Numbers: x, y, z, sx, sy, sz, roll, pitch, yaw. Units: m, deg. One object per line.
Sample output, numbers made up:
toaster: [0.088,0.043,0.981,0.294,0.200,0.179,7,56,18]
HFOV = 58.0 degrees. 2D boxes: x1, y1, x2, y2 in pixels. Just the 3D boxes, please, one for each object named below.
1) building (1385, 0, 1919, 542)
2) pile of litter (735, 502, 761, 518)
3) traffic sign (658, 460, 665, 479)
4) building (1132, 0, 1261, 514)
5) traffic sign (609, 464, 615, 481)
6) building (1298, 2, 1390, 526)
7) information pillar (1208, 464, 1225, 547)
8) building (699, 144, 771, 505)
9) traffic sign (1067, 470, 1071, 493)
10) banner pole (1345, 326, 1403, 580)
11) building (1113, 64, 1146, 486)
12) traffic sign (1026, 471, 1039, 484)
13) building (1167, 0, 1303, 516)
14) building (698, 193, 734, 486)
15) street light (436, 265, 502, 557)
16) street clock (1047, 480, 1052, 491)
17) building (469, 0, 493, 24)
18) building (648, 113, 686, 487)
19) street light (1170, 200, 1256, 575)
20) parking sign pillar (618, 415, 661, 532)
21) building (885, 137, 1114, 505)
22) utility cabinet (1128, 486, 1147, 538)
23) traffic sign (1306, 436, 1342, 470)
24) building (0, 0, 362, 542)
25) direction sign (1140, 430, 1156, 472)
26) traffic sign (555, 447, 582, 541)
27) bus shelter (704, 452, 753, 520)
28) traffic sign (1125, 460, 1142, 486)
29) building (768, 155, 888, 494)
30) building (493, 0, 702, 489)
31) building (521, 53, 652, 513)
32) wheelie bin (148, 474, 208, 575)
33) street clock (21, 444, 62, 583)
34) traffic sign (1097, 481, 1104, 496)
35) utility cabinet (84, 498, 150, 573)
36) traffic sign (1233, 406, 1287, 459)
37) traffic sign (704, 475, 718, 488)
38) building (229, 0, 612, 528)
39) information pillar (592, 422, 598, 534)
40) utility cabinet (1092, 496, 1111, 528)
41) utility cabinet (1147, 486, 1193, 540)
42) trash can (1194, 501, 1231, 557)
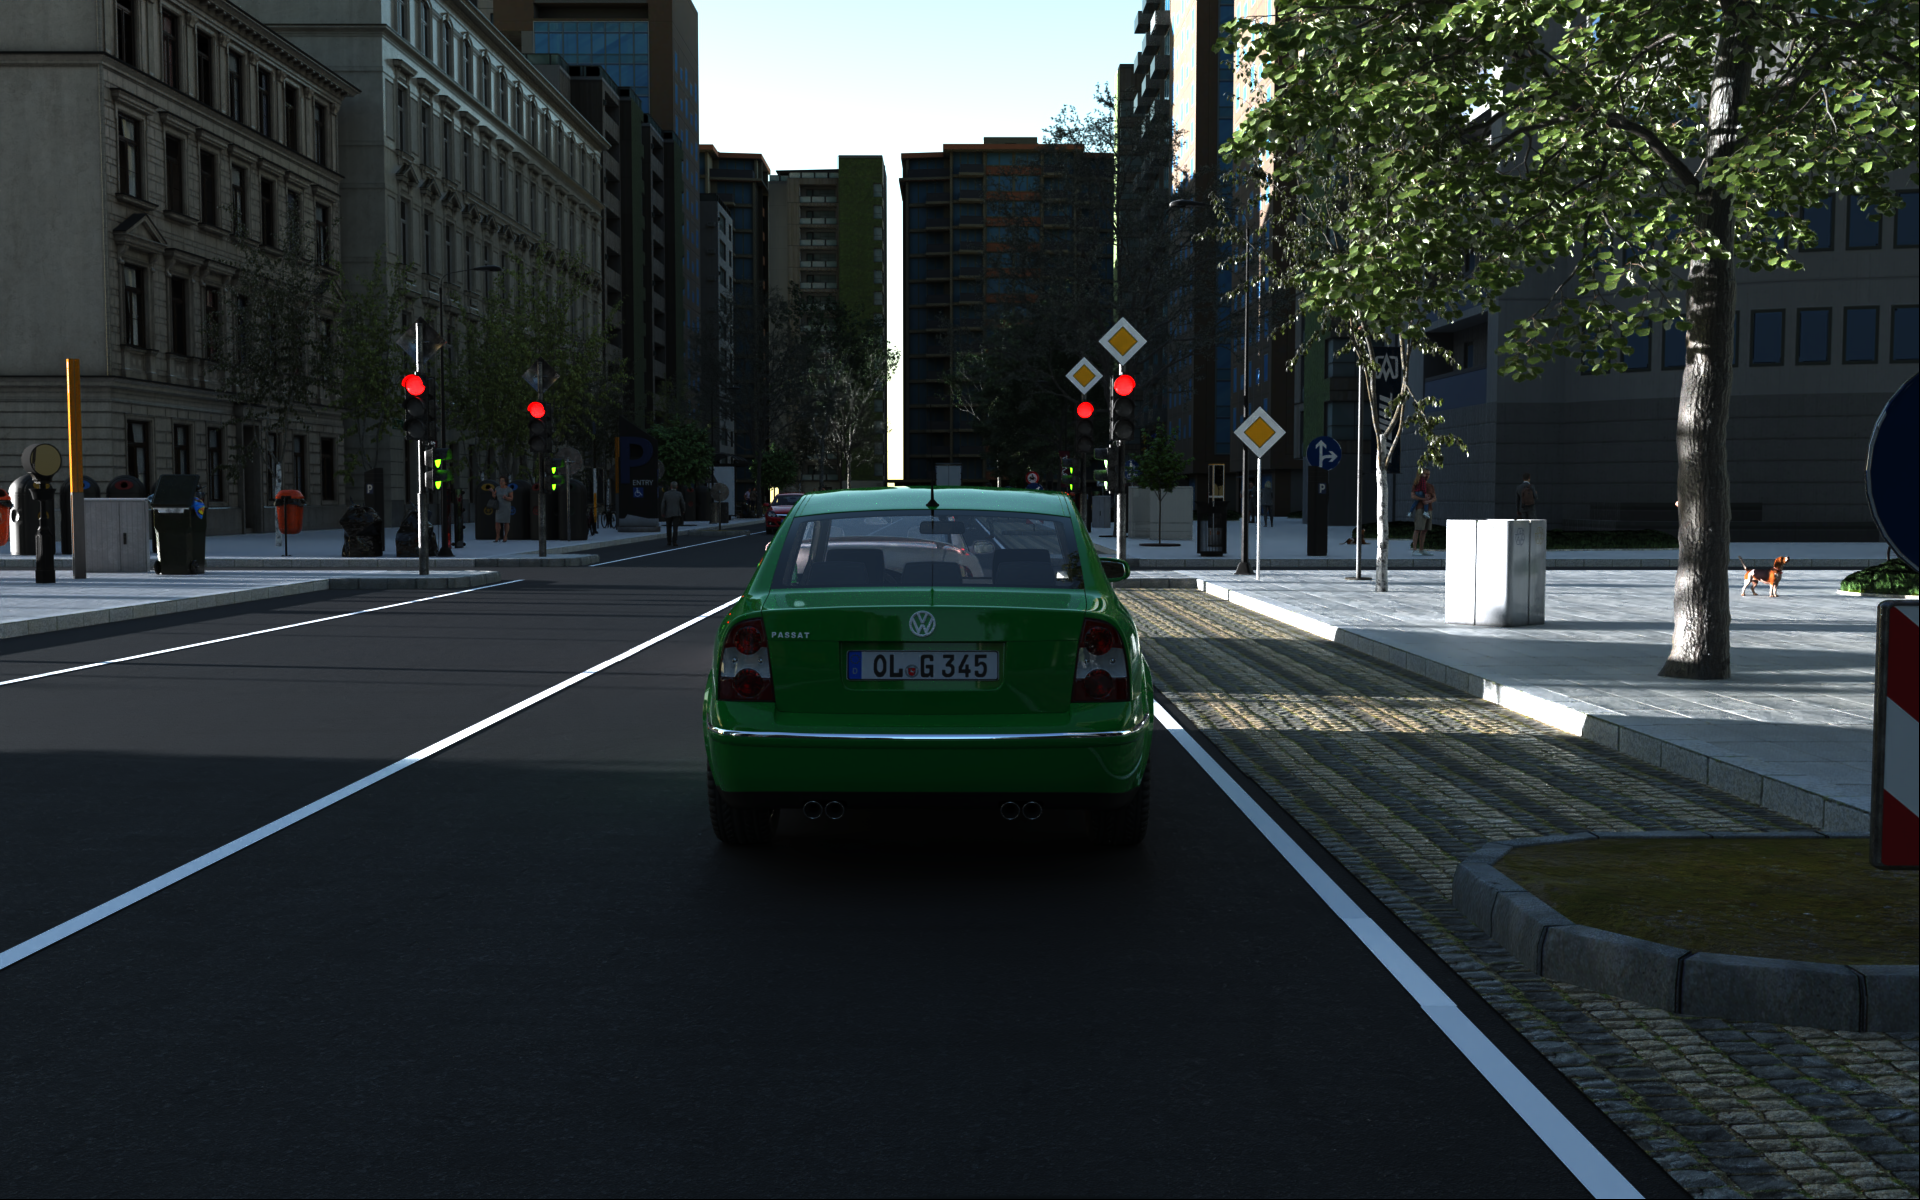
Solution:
building: [29.752,-31.308,53.891,28.212,58.520,21.231,0,4,0]
pile of litter: [-11.278,-4.742,91.490,1.719,0.858,1.176,2,4,28]
traffic sign: [-11.124,-3.850,63.061,0.768,2.556,0.104,1,4,9]
building: [26.499,-32.195,145.990,23.786,49.044,30.456,0,4,0]
traffic sign: [-14.270,-4.413,72.260,0.768,2.556,0.104,1,4,9]
building: [21.802,-23.958,75.303,14.154,41.232,14.086,0,4,0]
information pillar: [6.245,-2.307,42.214,0.304,2.012,0.304,-1,4,-14]
building: [-38.209,-34.304,215.491,28.867,44.769,22.147,0,4,0]
traffic sign: [5.374,-5.325,87.169,0.768,2.556,0.104,1,4,9]
banner pole: [6.206,-2.194,25.886,0.863,3.779,0.401,0,4,-7]
building: [21.779,-29.654,168.436,14.154,41.232,14.086,0,4,0]
traffic sign: [4.029,-5.887,96.357,0.768,2.556,0.104,0,4,8]
building: [22.723,-28.972,123.800,14.600,45.320,14.200,0,4,0]
building: [-29.420,-24.267,168.472,14.107,30.474,14.160,0,4,0]
street light: [-10.002,-3.839,35.307,1.470,5.913,1.316,0,4,0]
street clock: [4.780,-5.367,92.316,0.358,2.002,0.471,0,4,6]
building: [-46.823,-44.406,164.291,20.611,71.187,20.563,0,4,0]
building: [-28.962,-22.013,131.609,14.160,30.474,14.107,0,4,0]
street light: [4.007,-3.361,27.496,1.470,5.913,1.316,0,4,0]
parking sign pillar: [-10.898,-4.296,58.714,1.447,3.967,1.447,0,4,-4]
building: [5.453,-34.294,215.324,28.867,44.769,22.147,0,4,0]
utility cabinet: [5.449,-2.528,50.017,1.173,1.500,0.318,-1,4,-23]
traffic sign: [8.000,-2.326,38.144,0.768,2.556,0.104,0,4,7]
building: [-27.522,-11.661,55.287,10.561,19.102,19.286,0,4,0]
direction sign: [6.745,-4.277,61.930,0.379,3.537,0.876,-2,4,-35]
traffic sign: [-10.617,-2.865,46.956,0.768,2.556,0.104,0,4,1]
bus shelter: [-11.697,-5.680,86.789,2.014,3.302,5.546,0,4,0]
traffic sign: [6.387,-3.926,64.294,0.768,2.556,0.104,0,4,2]
building: [-16.008,-32.306,211.790,14.086,41.232,14.154,0,4,0]
building: [-29.787,-30.308,145.641,14.600,45.320,14.200,0,4,0]
building: [-29.560,-21.145,117.426,14.160,30.474,14.107,0,4,0]
wheelie bin: [-12.507,-1.213,27.742,0.980,1.594,0.693,0,4,2]
street clock: [-13.188,-1.245,24.920,0.358,2.002,0.471,2,4,31]
traffic sign: [7.476,-5.422,90.776,0.606,2.300,0.079,1,4,9]
utility cabinet: [-13.880,-1.055,28.411,1.020,1.237,0.306,-1,4,-15]
traffic sign: [4.474,-1.594,25.788,0.795,2.593,0.064,0,4,7]
traffic sign: [-12.091,-5.103,83.432,0.884,2.594,0.081,0,4,8]
building: [-29.673,-18.971,86.598,17.030,29.872,44.131,0,4,0]
information pillar: [-11.850,-3.965,56.176,0.183,3.616,0.504,-1,4,-14]
utility cabinet: [5.375,-3.351,65.951,0.306,1.237,1.020,-1,4,-23]
utility cabinet: [5.896,-2.422,48.284,1.173,1.500,0.318,1,4,14]
trash can: [5.184,-1.467,35.632,0.748,1.137,0.748,0,3,0]
